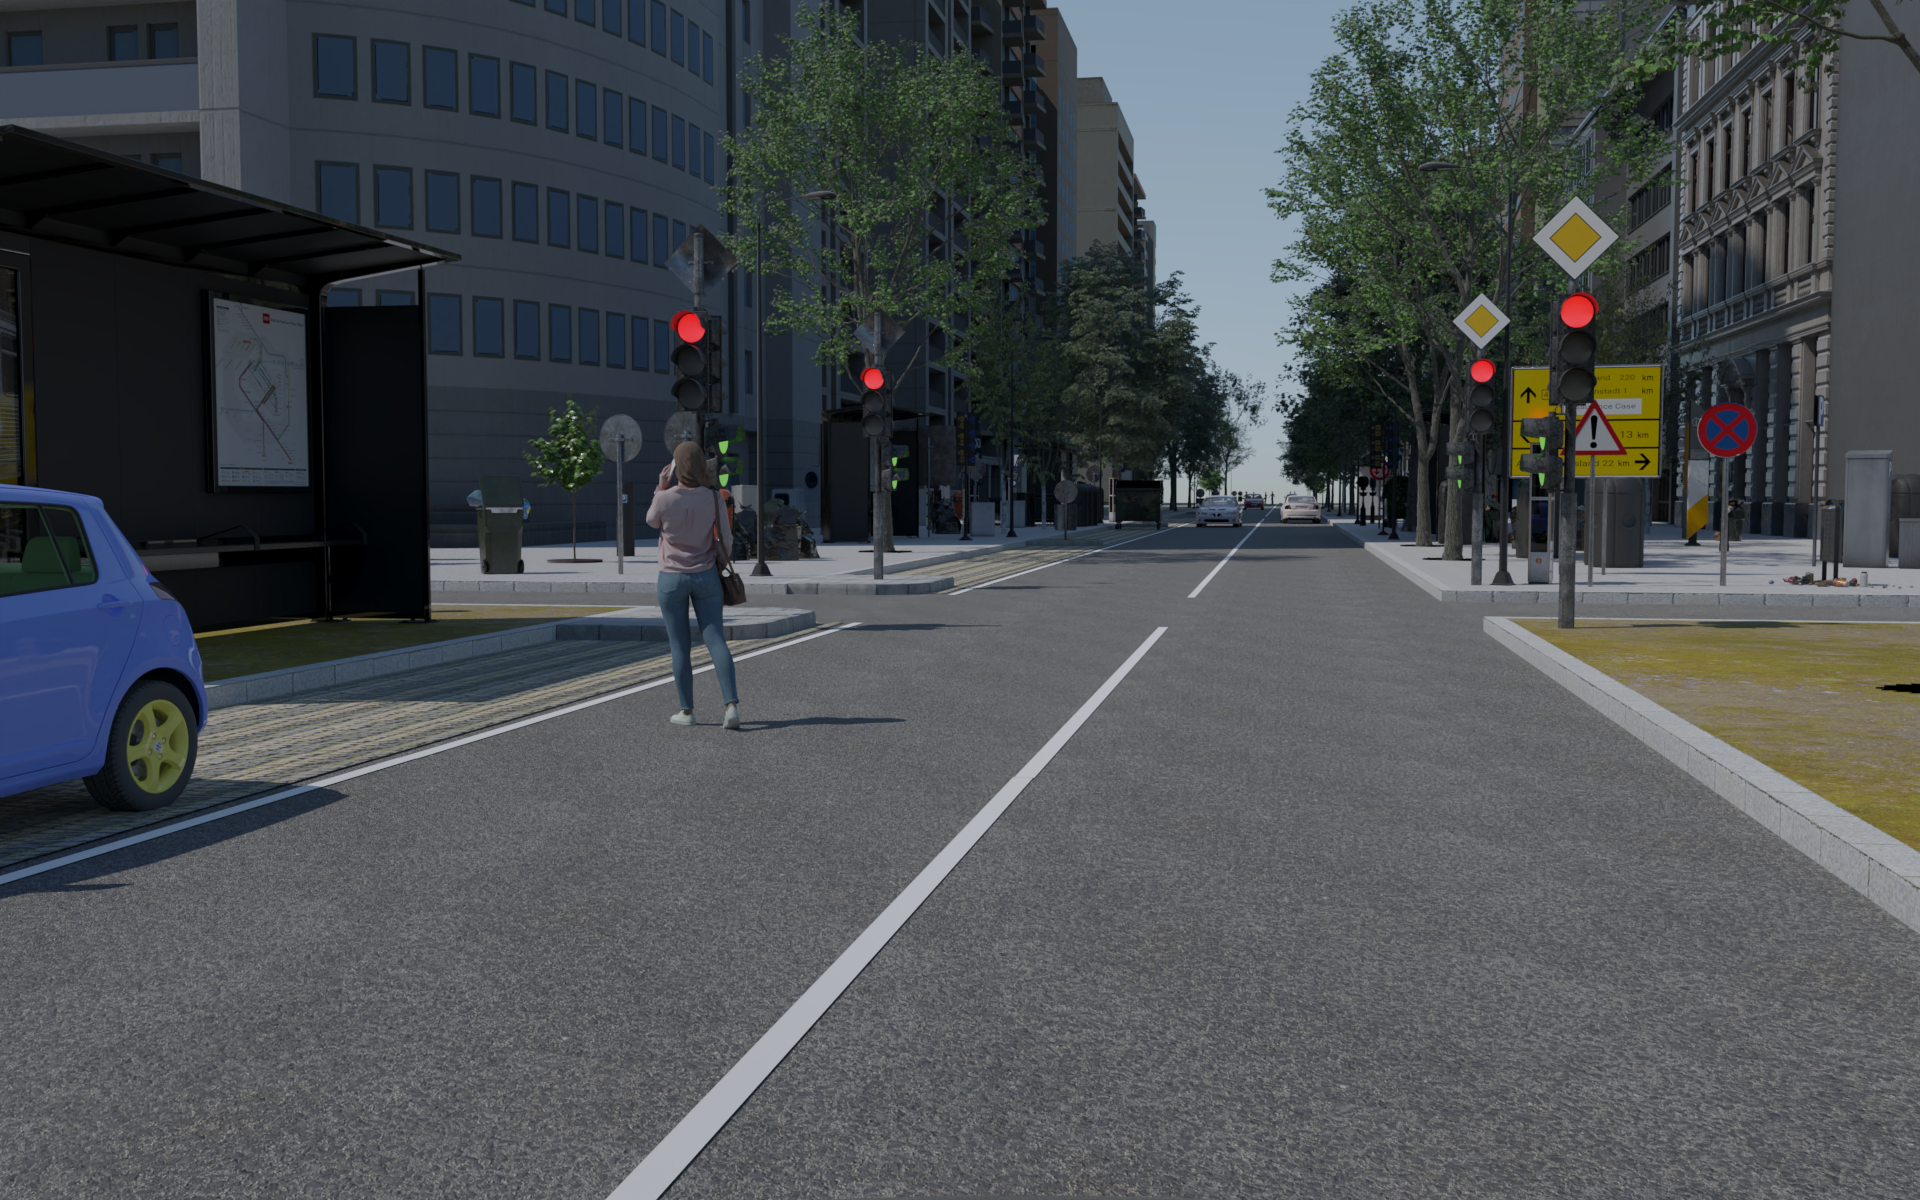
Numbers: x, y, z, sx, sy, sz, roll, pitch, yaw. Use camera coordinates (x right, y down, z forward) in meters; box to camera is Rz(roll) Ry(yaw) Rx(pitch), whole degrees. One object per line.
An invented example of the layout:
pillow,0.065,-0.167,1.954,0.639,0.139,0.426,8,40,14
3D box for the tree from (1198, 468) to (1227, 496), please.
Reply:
tree,28.164,-12.846,193.740,4.285,4.588,4.351,0,3,0

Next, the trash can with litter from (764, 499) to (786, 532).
trash can with litter,-4.585,-1.846,41.561,0.624,1.170,1.055,2,4,28

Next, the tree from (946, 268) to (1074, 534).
tree,1.464,-6.434,55.561,4.737,8.622,4.395,0,3,0

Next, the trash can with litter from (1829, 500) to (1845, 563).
trash can with litter,16.574,-1.274,32.216,0.624,1.170,1.055,0,4,6

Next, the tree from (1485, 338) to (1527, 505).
tree,20.649,-7.161,67.450,4.360,8.622,3.978,0,3,0

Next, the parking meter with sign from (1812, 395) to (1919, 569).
parking meter with sign,15.790,-2.069,30.087,1.738,3.016,0.543,2,4,35

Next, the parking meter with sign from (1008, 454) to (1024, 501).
parking meter with sign,2.335,-4.800,74.745,0.543,3.016,1.738,1,4,15

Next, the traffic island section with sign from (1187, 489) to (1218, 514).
traffic island section with sign,17.312,-7.078,124.351,1.989,1.847,2.006,1,4,11

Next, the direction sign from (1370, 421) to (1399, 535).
direction sign,13.207,-3.789,53.943,0.876,3.537,0.379,1,4,8

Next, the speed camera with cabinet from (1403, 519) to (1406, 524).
speed camera with cabinet,18.128,-4.552,68.753,0.660,3.252,2.038,2,4,27

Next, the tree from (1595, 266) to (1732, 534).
tree,22.263,-6.437,55.603,4.360,8.622,3.978,0,3,0

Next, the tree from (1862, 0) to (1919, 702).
tree,6.570,-5.183,10.492,9.928,11.665,9.643,0,3,0

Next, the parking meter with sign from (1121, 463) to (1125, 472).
parking meter with sign,9.075,-6.126,96.424,0.543,3.016,1.738,1,4,18

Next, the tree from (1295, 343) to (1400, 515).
tree,24.682,-11.541,106.819,7.486,12.596,7.792,0,3,0

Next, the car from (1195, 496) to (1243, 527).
car,11.442,-3.909,76.280,2.083,1.381,4.827,1,4,12

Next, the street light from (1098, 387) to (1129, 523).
street light,6.664,-6.294,75.447,1.470,5.913,1.316,1,4,11

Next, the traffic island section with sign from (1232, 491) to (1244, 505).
traffic island section with sign,37.611,-13.660,231.961,1.989,1.847,2.006,1,4,11

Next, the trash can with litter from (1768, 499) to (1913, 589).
trash can with litter,12.369,-0.830,24.621,1.678,1.210,2.233,1,4,10

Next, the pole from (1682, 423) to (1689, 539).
pole,20.827,-3.409,49.582,0.158,3.312,0.155,0,3,0

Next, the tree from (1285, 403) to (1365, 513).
tree,29.838,-12.528,139.243,8.767,10.594,7.601,2,4,33

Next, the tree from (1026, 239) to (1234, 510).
tree,7.835,-10.964,85.911,9.857,13.997,8.962,0,3,0

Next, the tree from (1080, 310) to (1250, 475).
tree,12.337,-12.468,114.218,12.009,13.543,11.850,0,3,0

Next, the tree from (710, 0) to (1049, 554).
tree,-1.796,-6.844,37.651,9.928,11.665,9.643,0,3,0

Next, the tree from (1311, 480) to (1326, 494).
tree,50.993,-15.535,248.600,1.663,3.219,1.824,0,3,0

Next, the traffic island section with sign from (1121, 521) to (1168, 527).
traffic island section with sign,8.005,-4.061,75.017,1.989,1.847,2.006,1,4,11

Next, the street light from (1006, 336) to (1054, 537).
street light,2.065,-4.805,51.102,1.470,5.913,1.316,1,4,11

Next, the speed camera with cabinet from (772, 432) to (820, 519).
speed camera with cabinet,-5.138,-3.761,55.825,2.038,3.252,0.660,2,4,35

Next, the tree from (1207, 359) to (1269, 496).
tree,37.191,-23.618,242.039,12.611,20.169,13.585,0,3,0

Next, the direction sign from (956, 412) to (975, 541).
direction sign,0.162,-3.419,47.898,0.379,3.537,0.876,2,4,35

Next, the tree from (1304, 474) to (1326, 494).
tree,49.486,-15.755,241.300,4.285,4.588,4.351,0,3,0

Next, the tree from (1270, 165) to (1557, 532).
tree,15.489,-8.668,58.725,9.611,12.733,9.660,0,3,0

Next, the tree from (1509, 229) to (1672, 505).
tree,17.730,-6.014,48.687,4.737,8.622,4.395,0,3,0

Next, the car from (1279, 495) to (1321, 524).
car,16.674,-4.434,84.858,2.083,1.381,4.827,1,4,9

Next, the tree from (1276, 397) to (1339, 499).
tree,44.317,-18.955,216.575,9.857,13.997,8.962,0,3,0

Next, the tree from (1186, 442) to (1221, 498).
tree,23.960,-13.685,174.115,4.360,8.622,3.978,0,3,0

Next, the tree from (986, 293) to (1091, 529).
tree,3.021,-6.882,62.885,4.360,8.622,3.978,0,3,0

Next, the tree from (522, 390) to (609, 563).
tree,-7.376,-2.315,32.448,1.663,3.219,1.824,0,3,0

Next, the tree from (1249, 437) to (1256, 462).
tree,33.327,-19.237,224.893,12.009,13.543,11.850,0,3,0

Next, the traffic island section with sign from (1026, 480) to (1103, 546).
traffic island section with sign,2.952,-2.420,48.197,1.989,1.847,2.006,1,4,11

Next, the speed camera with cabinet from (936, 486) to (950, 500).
speed camera with cabinet,-1.264,-5.543,84.969,0.660,3.252,2.038,-2,4,-32

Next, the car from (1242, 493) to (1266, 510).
car,26.537,-9.014,156.412,2.155,1.783,4.494,1,4,9

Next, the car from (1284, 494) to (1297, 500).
car,43.719,-13.405,228.216,2.155,1.783,4.494,1,4,11

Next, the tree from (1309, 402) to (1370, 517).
tree,21.344,-8.858,95.189,4.360,8.622,3.978,0,3,0

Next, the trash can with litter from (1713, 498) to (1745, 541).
trash can with litter,20.834,-2.182,47.062,0.624,1.170,1.055,0,4,-7

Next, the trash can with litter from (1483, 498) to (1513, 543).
trash can with litter,14.243,-2.081,45.411,0.624,1.170,1.055,-3,5,-44

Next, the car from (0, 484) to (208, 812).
car,-4.678,0.176,6.710,1.945,1.707,3.694,1,4,11
